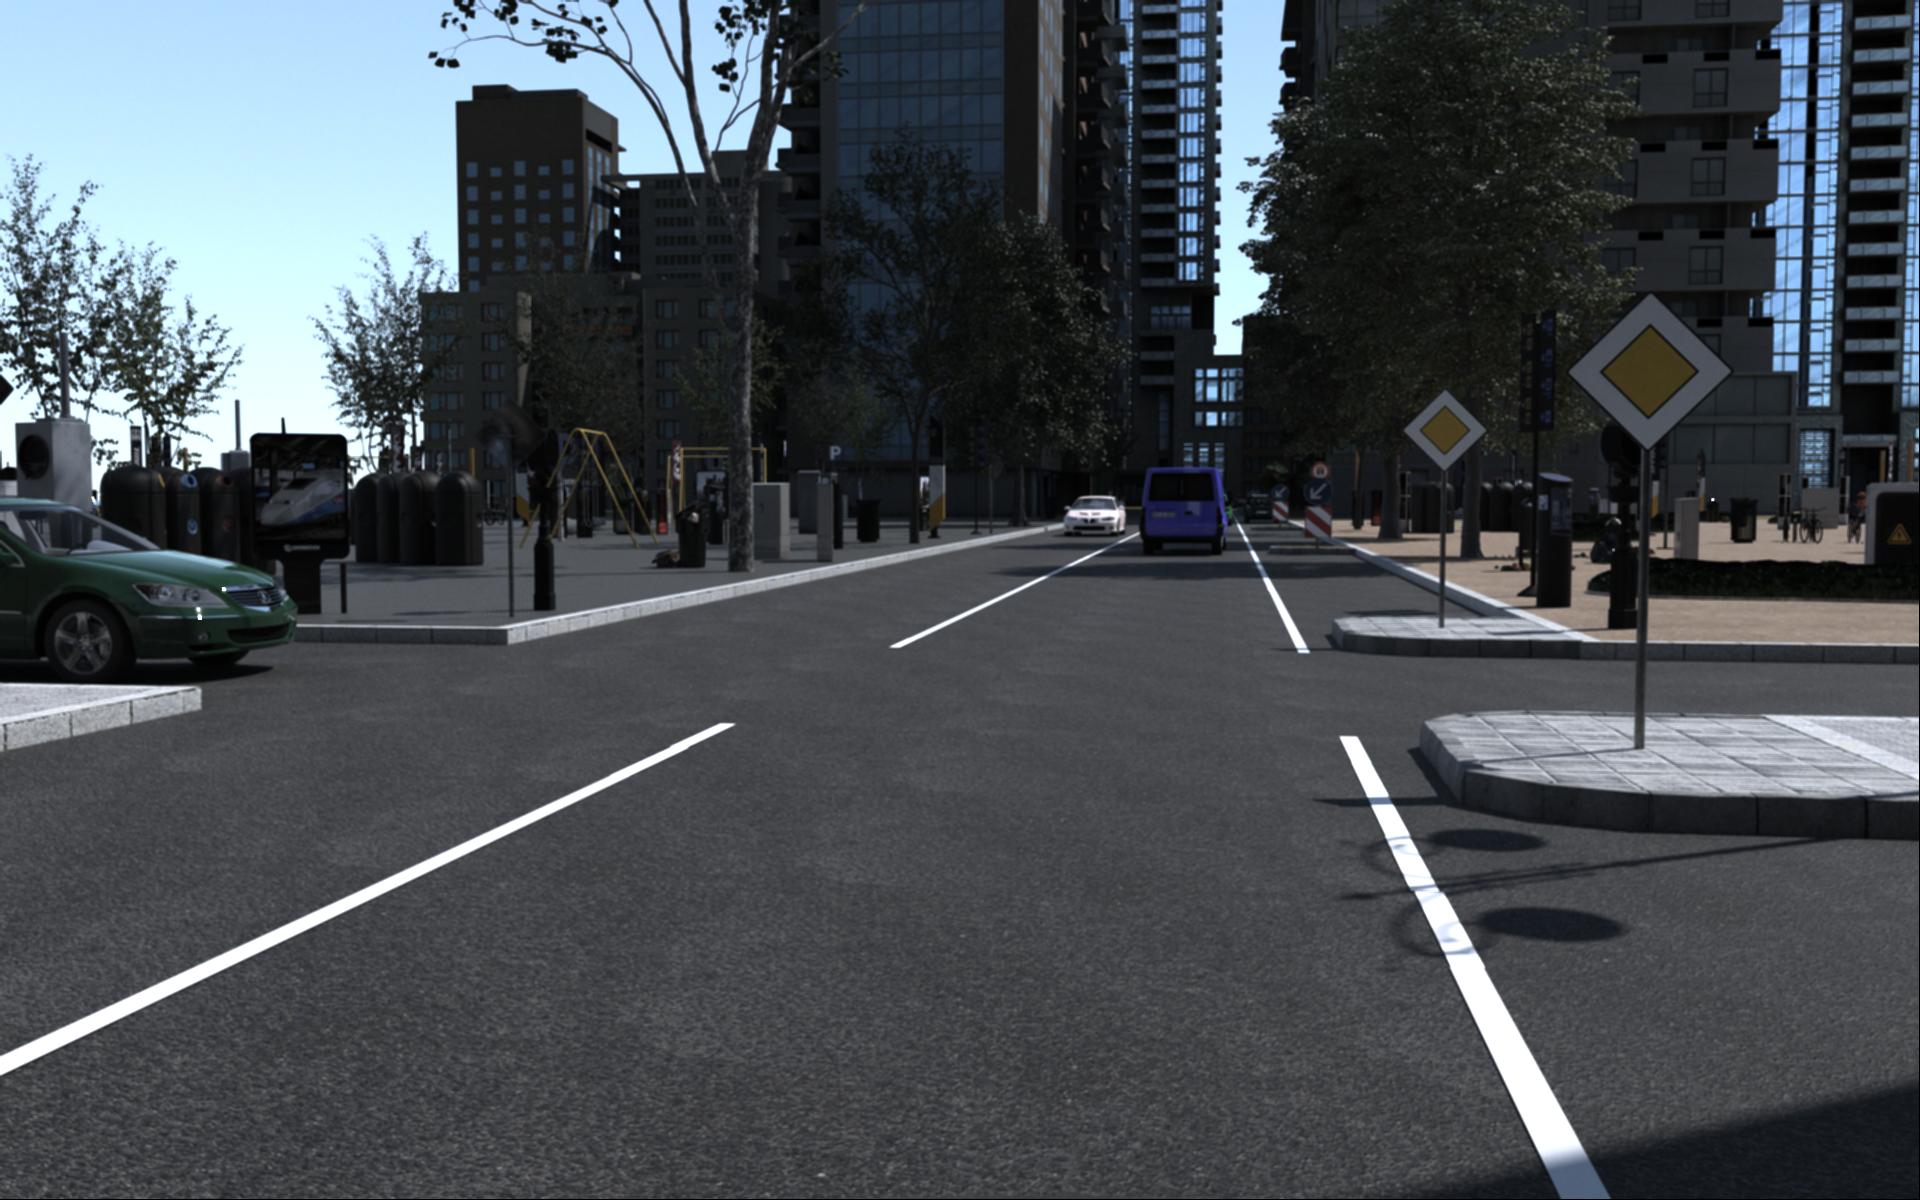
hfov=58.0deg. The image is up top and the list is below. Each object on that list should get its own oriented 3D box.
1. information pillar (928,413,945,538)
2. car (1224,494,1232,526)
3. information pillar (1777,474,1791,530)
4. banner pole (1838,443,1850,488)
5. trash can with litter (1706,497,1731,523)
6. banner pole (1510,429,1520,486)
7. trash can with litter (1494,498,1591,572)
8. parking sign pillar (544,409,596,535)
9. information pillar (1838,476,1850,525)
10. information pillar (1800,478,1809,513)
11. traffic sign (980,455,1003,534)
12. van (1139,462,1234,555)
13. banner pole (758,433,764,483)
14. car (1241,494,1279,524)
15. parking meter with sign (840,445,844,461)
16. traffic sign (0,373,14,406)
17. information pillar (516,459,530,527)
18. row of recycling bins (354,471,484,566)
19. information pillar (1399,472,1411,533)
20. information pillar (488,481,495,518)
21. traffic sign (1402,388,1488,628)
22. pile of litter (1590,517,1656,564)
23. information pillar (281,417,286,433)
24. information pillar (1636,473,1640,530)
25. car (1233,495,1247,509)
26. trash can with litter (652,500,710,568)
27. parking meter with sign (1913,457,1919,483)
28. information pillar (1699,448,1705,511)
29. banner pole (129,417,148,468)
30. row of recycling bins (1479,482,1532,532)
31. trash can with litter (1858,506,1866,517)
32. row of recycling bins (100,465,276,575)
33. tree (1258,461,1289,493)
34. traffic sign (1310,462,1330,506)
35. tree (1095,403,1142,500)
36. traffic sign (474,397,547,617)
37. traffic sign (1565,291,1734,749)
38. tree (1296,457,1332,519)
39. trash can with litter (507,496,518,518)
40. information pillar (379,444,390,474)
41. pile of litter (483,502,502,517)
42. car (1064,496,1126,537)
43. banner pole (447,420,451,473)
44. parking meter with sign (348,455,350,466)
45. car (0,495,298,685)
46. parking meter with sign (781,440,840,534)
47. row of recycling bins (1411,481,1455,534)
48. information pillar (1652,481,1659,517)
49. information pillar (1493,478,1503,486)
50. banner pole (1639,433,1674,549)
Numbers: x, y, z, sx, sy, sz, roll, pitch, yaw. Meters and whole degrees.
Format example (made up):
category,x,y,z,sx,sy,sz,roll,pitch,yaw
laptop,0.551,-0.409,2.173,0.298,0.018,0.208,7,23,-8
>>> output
category,x,y,z,sx,sy,sz,roll,pitch,yaw
information pillar,-0.675,-3.595,50.126,0.504,3.616,0.183,2,4,28
car,11.526,-4.311,79.276,1.959,1.807,4.718,0,4,7
information pillar,29.629,-3.532,62.240,0.304,2.012,0.304,-2,4,-32
banner pole,43.650,-5.842,85.534,0.401,3.779,0.863,-1,4,-12
trash can with litter,34.150,-4.071,77.940,1.055,1.170,0.624,2,4,27
banner pole,21.400,-4.695,66.781,0.401,3.779,0.863,-1,4,-9
trash can with litter,9.869,-1.111,29.222,1.678,1.210,2.233,3,5,44
parking sign pillar,-12.764,-4.097,55.452,1.447,3.967,1.447,1,4,18
information pillar,36.533,-4.103,71.584,0.304,2.012,0.304,-3,5,-43
information pillar,37.853,-4.475,77.663,0.304,2.012,0.304,1,4,16
traffic sign,1.006,-3.423,56.074,0.768,2.556,0.104,1,4,11
van,5.557,-2.332,42.507,2.240,2.365,5.245,1,4,10
banner pole,-8.184,-4.971,71.296,0.401,3.779,0.863,1,4,8
car,14.805,-4.595,84.906,2.009,1.686,4.222,1,4,10
parking meter with sign,-4.662,-3.969,61.162,0.543,3.016,1.738,1,4,16
traffic sign,-5.865,-0.394,10.089,0.795,2.450,0.064,1,4,9
information pillar,-17.177,-4.693,68.083,0.504,3.616,0.183,-2,4,-24
row of recycling bins,-10.029,-1.519,31.946,3.534,1.692,1.069,3,5,41
information pillar,14.646,-3.218,57.114,0.304,2.012,0.304,2,4,35
information pillar,-25.645,-5.522,94.774,0.304,2.012,0.304,-2,4,-26
traffic sign,4.618,-0.790,16.560,0.795,2.450,0.064,1,4,9
pile of litter,12.456,-1.117,32.224,1.719,0.858,1.176,-2,4,-25
information pillar,-20.691,-3.775,53.074,0.183,3.616,0.504,-1,4,-16
information pillar,21.278,-3.025,53.959,0.304,2.012,0.304,3,5,44
car,26.854,-9.306,164.733,1.945,1.354,3.894,1,4,8
trash can with litter,-4.908,-1.154,30.260,1.055,1.170,0.624,2,4,24
parking meter with sign,44.563,-5.166,80.726,1.738,3.016,0.543,-3,4,-37
information pillar,37.473,-5.879,87.477,0.183,3.616,0.504,0,4,2
banner pole,-26.437,-4.031,55.921,0.401,3.779,0.863,1,4,22
row of recycling bins,18.943,-3.175,59.028,1.069,1.692,3.534,-3,4,-37
trash can with litter,20.261,-1.631,38.054,1.055,1.170,0.624,-3,4,-39
row of recycling bins,-11.561,-1.154,25.989,1.069,1.692,3.534,1,4,11
tree,30.435,-11.220,167.165,4.285,4.588,4.351,0,3,0
traffic sign,14.131,-4.149,67.947,0.768,2.556,0.104,1,4,18
tree,12.457,-11.582,139.723,4.737,8.622,4.395,0,3,0
traffic sign,-4.667,-0.877,17.984,0.795,2.450,0.064,1,4,9
traffic sign,3.420,-0.307,8.665,0.795,2.450,0.064,1,4,9
tree,18.237,-5.778,89.068,1.663,3.219,1.824,0,3,0
trash can with litter,-23.730,-4.911,91.688,0.624,1.170,1.055,-3,4,-37
information pillar,-27.100,-5.521,81.617,0.504,3.616,0.183,0,4,3
pile of litter,-26.004,-5.048,96.500,1.719,0.858,1.176,2,4,26
car,4.715,-2.918,60.064,2.083,1.381,4.827,1,4,10
banner pole,-17.067,-4.157,57.988,0.401,3.779,0.863,-1,4,-18
parking meter with sign,-27.388,-4.900,76.368,0.543,3.016,1.738,0,4,-4
car,-7.834,-0.138,14.047,4.920,1.459,2.131,1,4,10
parking meter with sign,-4.848,-3.644,55.835,1.738,3.016,0.543,0,4,1
row of recycling bins,15.757,-3.108,57.923,1.069,1.692,3.534,0,4,5
information pillar,25.894,-4.492,64.805,0.504,3.616,0.183,-1,4,-9
information pillar,24.201,-4.493,77.957,0.304,2.012,0.304,-1,4,-16
banner pole,16.290,-3.086,40.475,0.863,3.779,0.401,3,4,38
